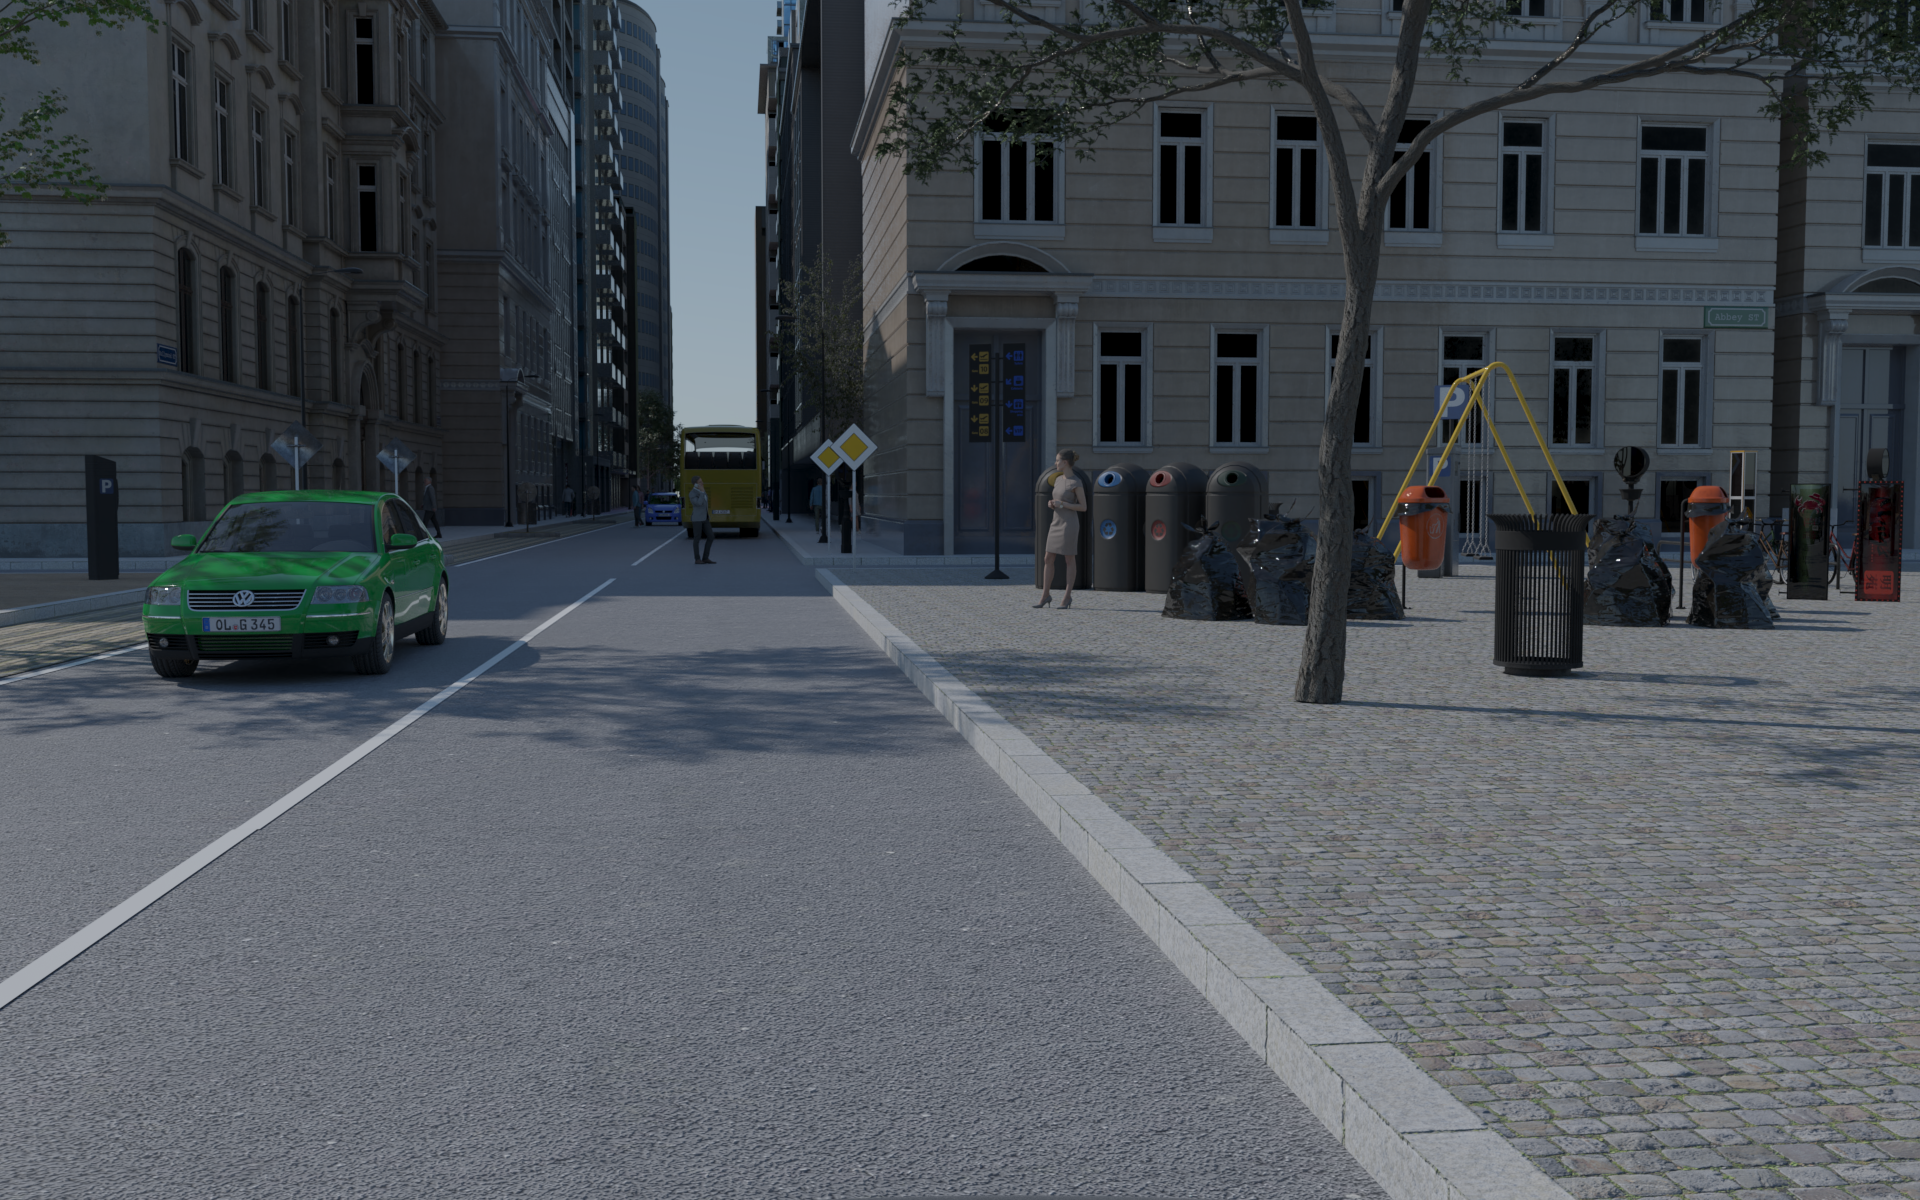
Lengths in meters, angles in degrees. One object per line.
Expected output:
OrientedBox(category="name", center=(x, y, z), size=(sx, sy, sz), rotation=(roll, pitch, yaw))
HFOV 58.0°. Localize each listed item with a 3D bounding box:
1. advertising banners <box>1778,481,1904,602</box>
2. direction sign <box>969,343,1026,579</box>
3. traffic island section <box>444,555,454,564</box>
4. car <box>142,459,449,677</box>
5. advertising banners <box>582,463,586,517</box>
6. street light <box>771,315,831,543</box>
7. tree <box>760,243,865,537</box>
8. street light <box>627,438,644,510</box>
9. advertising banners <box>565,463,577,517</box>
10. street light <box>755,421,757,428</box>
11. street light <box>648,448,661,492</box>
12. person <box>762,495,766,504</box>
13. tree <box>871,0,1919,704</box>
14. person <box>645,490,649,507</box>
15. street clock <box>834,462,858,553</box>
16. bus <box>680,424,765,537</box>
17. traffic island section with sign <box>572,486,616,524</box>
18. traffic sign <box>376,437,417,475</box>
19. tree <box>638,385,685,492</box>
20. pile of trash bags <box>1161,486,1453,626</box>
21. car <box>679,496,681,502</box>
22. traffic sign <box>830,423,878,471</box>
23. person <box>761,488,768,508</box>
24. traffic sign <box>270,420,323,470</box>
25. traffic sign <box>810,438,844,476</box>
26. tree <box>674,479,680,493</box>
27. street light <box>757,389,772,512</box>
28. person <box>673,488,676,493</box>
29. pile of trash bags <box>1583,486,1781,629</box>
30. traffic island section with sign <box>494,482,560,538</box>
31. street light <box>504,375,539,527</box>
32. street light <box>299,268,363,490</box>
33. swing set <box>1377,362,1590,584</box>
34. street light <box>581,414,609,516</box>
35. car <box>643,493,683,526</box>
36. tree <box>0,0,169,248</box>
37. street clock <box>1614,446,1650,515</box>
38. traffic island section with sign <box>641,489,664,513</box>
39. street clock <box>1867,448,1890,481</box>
OrientedBox(category="advertising banners", center=(10.915, -1.492, 20.579), size=(2.074, 3.025, 0.090), rotation=(2, 4, 27))
OrientedBox(category="direction sign", center=(0.561, -2.088, 26.128), size=(0.876, 3.537, 0.379), rotation=(1, 4, 17))
OrientedBox(category="traffic island section", center=(-11.475, -0.793, 35.245), size=(2.009, 0.180, 2.903), rotation=(0, 4, -7))
OrientedBox(category="car", center=(-5.609, -0.381, 15.026), size=(1.959, 1.807, 4.718), rotation=(0, 4, -8))
OrientedBox(category="advertising banners", center=(-20.750, -6.089, 95.744), size=(0.090, 3.025, 2.074), rotation=(0, 4, -7))
OrientedBox(category="street light", center=(-4.102, -4.442, 45.174), size=(1.470, 5.913, 1.316), rotation=(0, 4, -7))
OrientedBox(category="tree", center=(-3.740, -6.210, 51.892), size=(4.360, 8.622, 3.978), rotation=(0, 3, 0))
OrientedBox(category="street light", center=(-26.778, -10.432, 143.097), size=(1.470, 5.913, 1.316), rotation=(0, 4, -7))
OrientedBox(category="advertising banners", center=(-22.075, -6.235, 98.136), size=(0.090, 3.025, 2.074), rotation=(0, 4, 4))
OrientedBox(category="street light", center=(-12.199, -8.365, 109.301), size=(1.470, 5.913, 1.316), rotation=(0, 4, -7))
OrientedBox(category="street light", center=(-30.933, -12.394, 175.186), size=(1.470, 5.913, 1.316), rotation=(0, 4, -7))
OrientedBox(category="person", center=(-18.350, -9.482, 162.546), size=(0.415, 1.643, 0.593), rotation=(0, 4, 3))
OrientedBox(category="tree", center=(2.382, -4.628, 10.075), size=(8.767, 10.594, 7.601), rotation=(-2, 4, -33))
OrientedBox(category="person", center=(-23.032, -7.233, 127.675), size=(0.530, 1.710, 0.541), rotation=(3, 5, 43))
OrientedBox(category="street clock", center=(-2.460, -2.012, 37.471), size=(0.471, 2.002, 0.358), rotation=(-2, 4, -26))
OrientedBox(category="bus", center=(-8.196, -4.201, 60.237), size=(2.896, 3.916, 12.252), rotation=(0, 4, -7))
OrientedBox(category="traffic island section with sign", center=(-17.765, -4.622, 84.190), size=(1.989, 1.847, 2.006), rotation=(0, 4, -7))
OrientedBox(category="traffic sign", center=(-11.453, -2.018, 35.181), size=(0.795, 2.593, 0.064), rotation=(0, 4, -7))
OrientedBox(category="tree", center=(-32.749, -16.240, 182.530), size=(9.611, 12.733, 9.660), rotation=(0, 3, 0))
OrientedBox(category="pile of trash bags", center=(3.911, -0.523, 18.301), size=(3.447, 1.369, 1.912), rotation=(-2, 4, -34))
OrientedBox(category="car", center=(-22.601, -8.062, 143.616), size=(2.131, 1.459, 4.920), rotation=(0, 4, -8))
OrientedBox(category="traffic sign", center=(-1.712, -1.600, 28.354), size=(0.795, 2.593, 0.064), rotation=(0, 4, -7))
OrientedBox(category="person", center=(-17.739, -9.272, 157.728), size=(1.350, 1.814, 0.705), rotation=(-2, 4, -28))
OrientedBox(category="traffic sign", center=(-10.438, -1.533, 27.260), size=(0.795, 2.593, 0.064), rotation=(0, 4, -7))
OrientedBox(category="traffic sign", center=(-2.727, -2.085, 36.275), size=(0.795, 2.593, 0.064), rotation=(0, 4, -7))
OrientedBox(category="tree", center=(-43.621, -17.333, 267.099), size=(4.285, 4.588, 4.351), rotation=(0, 3, 0))
OrientedBox(category="street light", center=(-8.161, -6.390, 77.024), size=(1.470, 5.913, 1.316), rotation=(0, 4, -7))
OrientedBox(category="person", center=(-22.171, -7.736, 134.611), size=(0.705, 1.869, 1.348), rotation=(-2, 4, -30))
OrientedBox(category="pile of trash bags", center=(7.555, -0.503, 17.985), size=(1.912, 1.369, 3.447), rotation=(2, 4, 30))
OrientedBox(category="traffic island section with sign", center=(-14.333, -2.986, 57.443), size=(1.989, 1.847, 2.006), rotation=(0, 4, -7))
OrientedBox(category="street light", center=(-17.052, -5.805, 67.449), size=(1.470, 5.913, 1.316), rotation=(0, 4, -7))
OrientedBox(category="street light", center=(-12.937, -3.857, 35.606), size=(1.470, 5.913, 1.316), rotation=(0, 4, -7))
OrientedBox(category="swing set", center=(6.546, -1.481, 21.833), size=(2.862, 2.851, 3.119), rotation=(1, 4, 8))
OrientedBox(category="street light", center=(-21.247, -7.797, 100.019), size=(1.470, 5.913, 1.316), rotation=(0, 4, -7))
OrientedBox(category="car", center=(-13.498, -4.255, 79.153), size=(1.945, 1.707, 3.694), rotation=(-1, 4, -8))
OrientedBox(category="tree", center=(-11.331, -5.550, 16.493), size=(9.928, 11.665, 9.643), rotation=(0, 3, 0))
OrientedBox(category="street clock", center=(10.112, -1.318, 26.119), size=(0.471, 2.002, 0.358), rotation=(2, 4, 35))
OrientedBox(category="traffic island section with sign", center=(-24.067, -7.628, 133.343), size=(1.989, 1.847, 2.006), rotation=(0, 4, -7))
OrientedBox(category="street clock", center=(14.514, -1.398, 27.425), size=(0.358, 2.002, 0.471), rotation=(3, 5, 41))
